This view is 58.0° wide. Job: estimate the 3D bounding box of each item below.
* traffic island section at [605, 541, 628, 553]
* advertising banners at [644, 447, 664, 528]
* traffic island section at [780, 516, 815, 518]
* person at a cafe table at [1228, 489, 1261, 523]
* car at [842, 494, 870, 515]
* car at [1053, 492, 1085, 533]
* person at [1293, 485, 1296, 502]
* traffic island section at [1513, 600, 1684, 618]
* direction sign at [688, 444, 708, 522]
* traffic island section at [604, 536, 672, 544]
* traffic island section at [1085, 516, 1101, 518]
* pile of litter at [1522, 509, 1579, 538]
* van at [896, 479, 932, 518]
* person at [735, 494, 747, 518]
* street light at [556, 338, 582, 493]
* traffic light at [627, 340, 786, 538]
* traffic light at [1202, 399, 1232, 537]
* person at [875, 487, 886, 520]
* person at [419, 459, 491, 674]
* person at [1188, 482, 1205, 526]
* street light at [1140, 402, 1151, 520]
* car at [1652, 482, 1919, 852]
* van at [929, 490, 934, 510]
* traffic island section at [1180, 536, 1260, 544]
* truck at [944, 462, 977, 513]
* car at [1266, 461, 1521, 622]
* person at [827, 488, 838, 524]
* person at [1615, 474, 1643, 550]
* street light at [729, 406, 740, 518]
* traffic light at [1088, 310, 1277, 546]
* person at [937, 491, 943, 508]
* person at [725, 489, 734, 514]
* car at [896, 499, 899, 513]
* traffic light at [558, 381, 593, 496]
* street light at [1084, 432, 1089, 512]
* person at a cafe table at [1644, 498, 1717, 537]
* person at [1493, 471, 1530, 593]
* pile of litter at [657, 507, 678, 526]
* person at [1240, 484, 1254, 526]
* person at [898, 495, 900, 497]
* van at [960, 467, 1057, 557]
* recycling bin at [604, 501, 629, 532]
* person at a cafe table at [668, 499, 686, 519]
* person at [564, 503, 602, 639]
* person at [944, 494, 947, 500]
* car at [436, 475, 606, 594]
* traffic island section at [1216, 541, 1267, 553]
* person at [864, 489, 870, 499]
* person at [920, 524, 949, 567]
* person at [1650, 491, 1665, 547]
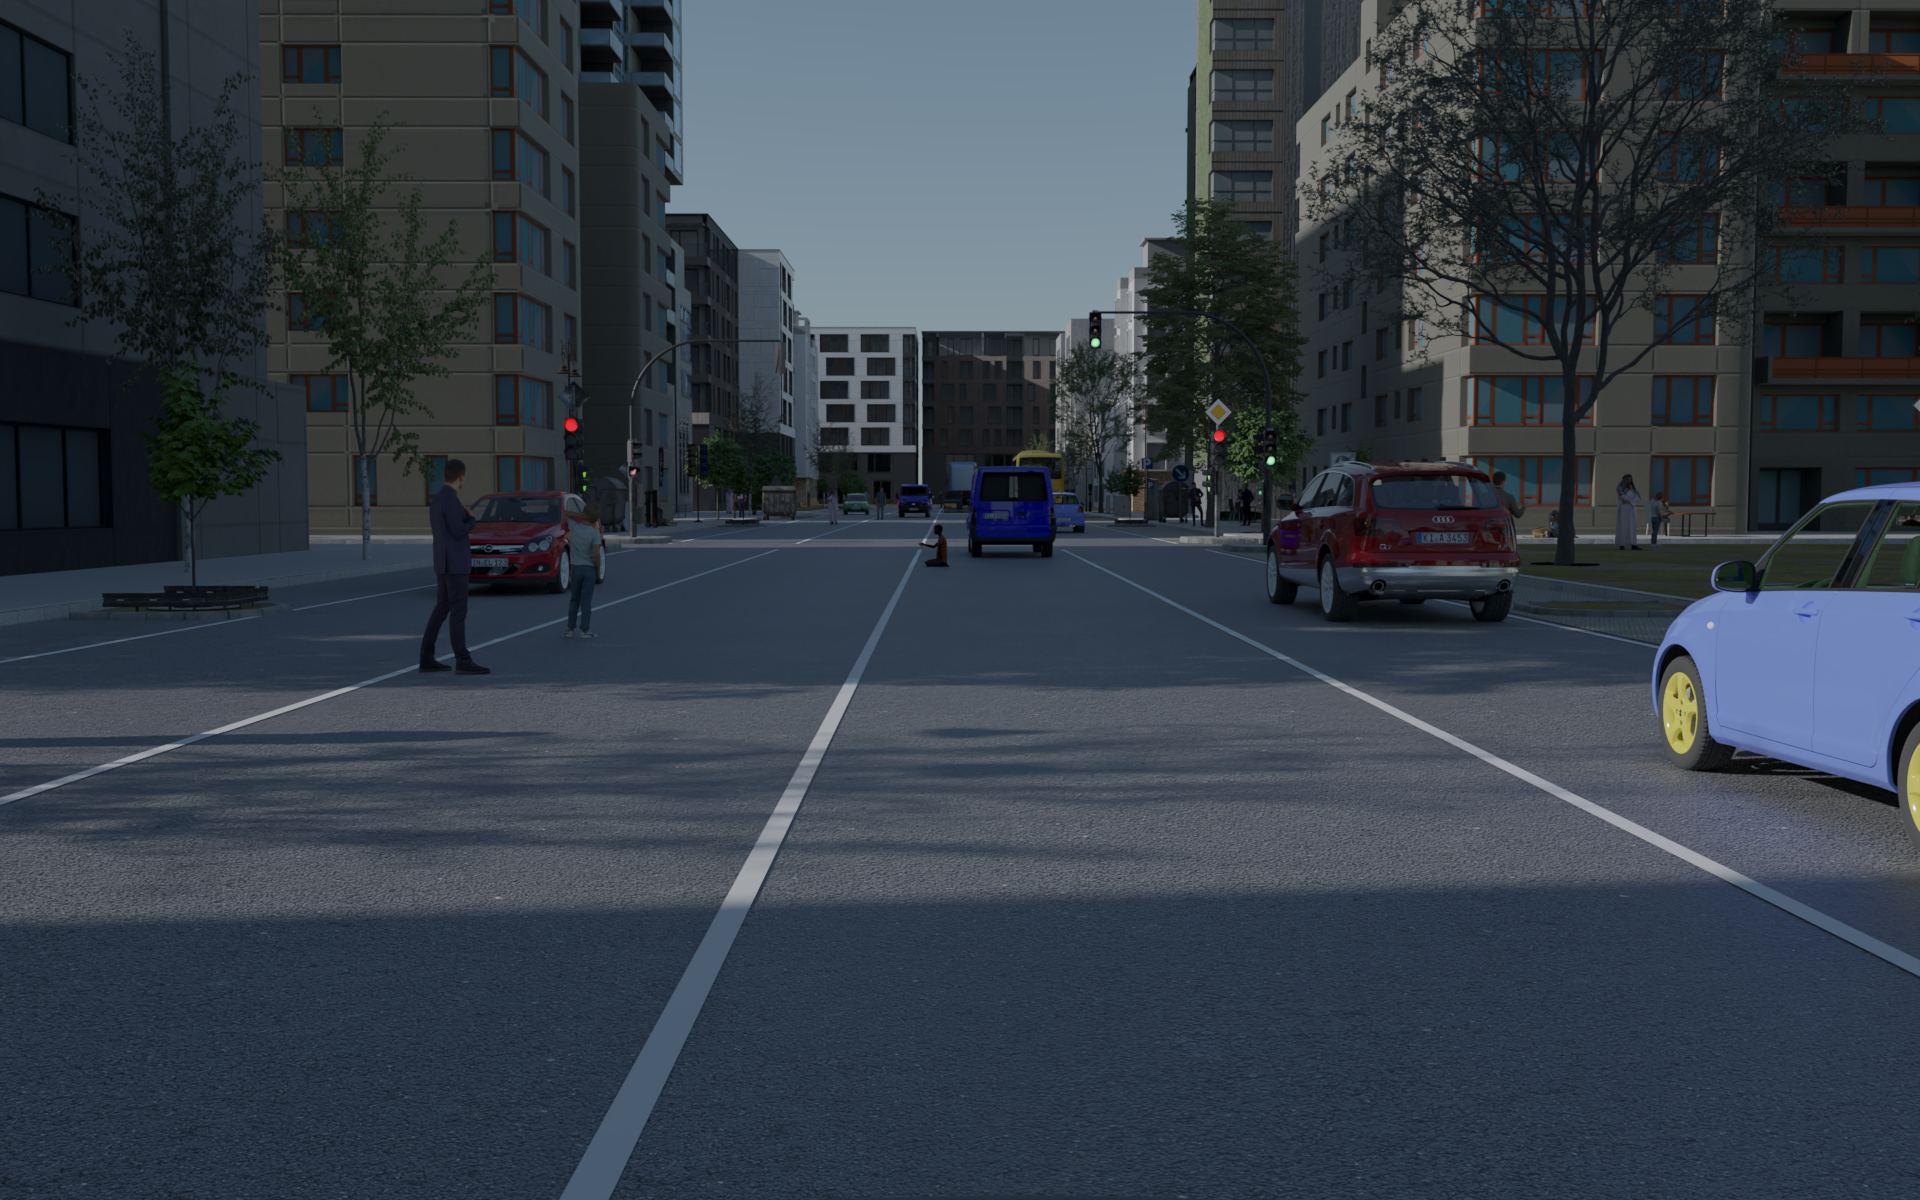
[{"bbox_3d":[-9.605,-1.277,43.155,2.009,0.180,2.903,0,4,0],"label":"traffic island section"},{"bbox_3d":[-11.618,-4.260,65.845,0.090,3.025,2.074,-2,4,-29],"label":"advertising banners"},{"bbox_3d":[-9.659,-4.916,103.239,1.991,0.108,1.994,0,4,0],"label":"traffic island section"},{"bbox_3d":[12.885,-4.245,77.920,1.622,1.524,1.698,2,4,35],"label":"person at a cafe table"},{"bbox_3d":[-7.246,-6.870,121.128,1.959,1.807,4.718,0,4,-2],"label":"car"},{"bbox_3d":[3.733,-3.395,65.098,1.945,1.707,3.694,0,4,-1],"label":"car"},{"bbox_3d":[16.410,-4.735,84.137,0.551,1.740,0.621,3,4,39],"label":"person"},{"bbox_3d":[7.813,0.117,20.954,1.991,0.108,1.994,0,4,0],"label":"traffic island section"},{"bbox_3d":[-11.849,-5.280,78.320,0.876,3.537,0.379,-1,4,-10],"label":"direction sign"},{"bbox_3d":[-9.655,-1.765,51.140,2.009,0.180,2.903,0,4,0],"label":"traffic island section"},{"bbox_3d":[7.280,-4.903,103.034,1.991,0.108,1.994,0,4,0],"label":"traffic island section"},{"bbox_3d":[17.319,-2.253,50.795,1.719,0.858,1.176,0,4,6],"label":"pile of litter"},{"bbox_3d":[-2.796,-6.281,107.080,2.240,2.365,5.245,0,4,0],"label":"van"},{"bbox_3d":[-11.899,-5.296,93.573,0.756,1.711,0.436,-2,4,-30],"label":"person"},{"bbox_3d":[-11.607,-4.815,51.505,0.468,5.910,1.993,0,4,0],"label":"street light"},{"bbox_3d":[-7.524,-4.672,51.053,4.771,5.953,1.251,0,4,0],"label":"traffic light"},{"bbox_3d":[7.585,-3.805,51.130,0.839,4.253,0.868,0,4,0],"label":"traffic light"},{"bbox_3d":[-4.428,-5.384,96.648,0.598,1.807,0.434,0,4,8],"label":"person"},{"bbox_3d":[-4.055,-0.270,13.838,0.530,1.710,0.541,-1,4,-21],"label":"person"},{"bbox_3d":[9.464,-3.832,69.148,0.683,1.767,0.568,0,4,2],"label":"person"},{"bbox_3d":[9.299,-6.980,86.913,0.468,5.910,1.993,0,4,0],"label":"street light"},{"bbox_3d":[4.570,0.104,7.898,1.945,1.707,3.694,0,4,0],"label":"car"},{"bbox_3d":[-3.354,-9.148,156.573,2.013,2.044,4.112,0,4,-1],"label":"van"},{"bbox_3d":[7.626,-1.771,51.244,2.009,0.180,2.903,0,4,0],"label":"traffic island section"},{"bbox_3d":[0.119,-9.156,139.454,2.967,4.110,18.799,0,4,1],"label":"truck"},{"bbox_3d":[5.101,-0.754,20.999,2.281,1.827,5.304,0,4,-1],"label":"car"},{"bbox_3d":[-6.062,-4.476,82.351,0.551,1.740,0.621,-1,4,-11],"label":"person"},{"bbox_3d":[15.287,-2.017,39.686,0.551,1.740,0.621,-2,4,-30],"label":"person"},{"bbox_3d":[-11.884,-7.239,91.145,0.468,5.910,1.993,0,4,0],"label":"street light"},{"bbox_3d":[5.545,-4.179,42.991,4.771,5.953,1.251,0,4,0],"label":"traffic light"},{"bbox_3d":[-1.991,-10.003,172.489,0.568,1.767,0.683,0,4,-2],"label":"person"},{"bbox_3d":[-15.034,-6.509,113.139,0.551,1.740,0.621,-1,4,-17],"label":"person"},{"bbox_3d":[-3.717,-7.390,129.874,2.155,1.783,4.494,0,4,0],"label":"car"},{"bbox_3d":[-9.565,-3.309,43.020,0.839,4.253,0.868,0,4,0],"label":"traffic light"},{"bbox_3d":[9.205,-9.367,125.937,0.468,5.910,1.993,0,4,0],"label":"street light"},{"bbox_3d":[21.549,-2.530,52.219,1.726,1.238,1.698,0,4,-4],"label":"person at a cafe table"},{"bbox_3d":[7.852,-0.984,25.120,0.617,1.759,0.750,3,5,41],"label":"person"},{"bbox_3d":[-11.871,-3.388,69.360,1.176,0.858,1.719,0,4,0],"label":"pile of litter"},{"bbox_3d":[11.548,-3.874,70.087,0.504,1.737,0.576,3,5,42],"label":"person"},{"bbox_3d":[-5.126,-9.010,155.824,1.348,1.823,0.705,-1,4,-13],"label":"person"},{"bbox_3d":[1.150,-2.235,40.922,2.240,2.365,5.245,0,4,-1],"label":"van"},{"bbox_3d":[-11.771,-2.858,59.280,0.722,1.027,0.722,-2,4,-24],"label":"recycling bin"},{"bbox_3d":[-15.317,-5.074,91.467,1.622,1.524,1.698,1,4,11],"label":"person at a cafe table"},{"bbox_3d":[-3.758,-0.295,17.226,0.435,1.345,0.340,0,4,2],"label":"person"},{"bbox_3d":[-1.311,-10.487,179.991,0.705,1.821,1.348,-2,4,-25],"label":"person"},{"bbox_3d":[-6.584,-1.051,26.221,2.155,1.783,4.494,0,4,-1],"label":"car"},{"bbox_3d":[7.676,-1.283,43.259,2.009,0.180,2.903,0,4,0],"label":"traffic island section"},{"bbox_3d":[-8.007,-8.689,150.434,0.599,1.838,0.709,-1,4,-22],"label":"person"},{"bbox_3d":[-0.504,-1.069,34.269,0.655,0.850,0.859,0,4,5],"label":"person"},{"bbox_3d":[16.993,-1.975,42.247,0.340,1.345,0.435,-2,4,-27],"label":"person"}]
